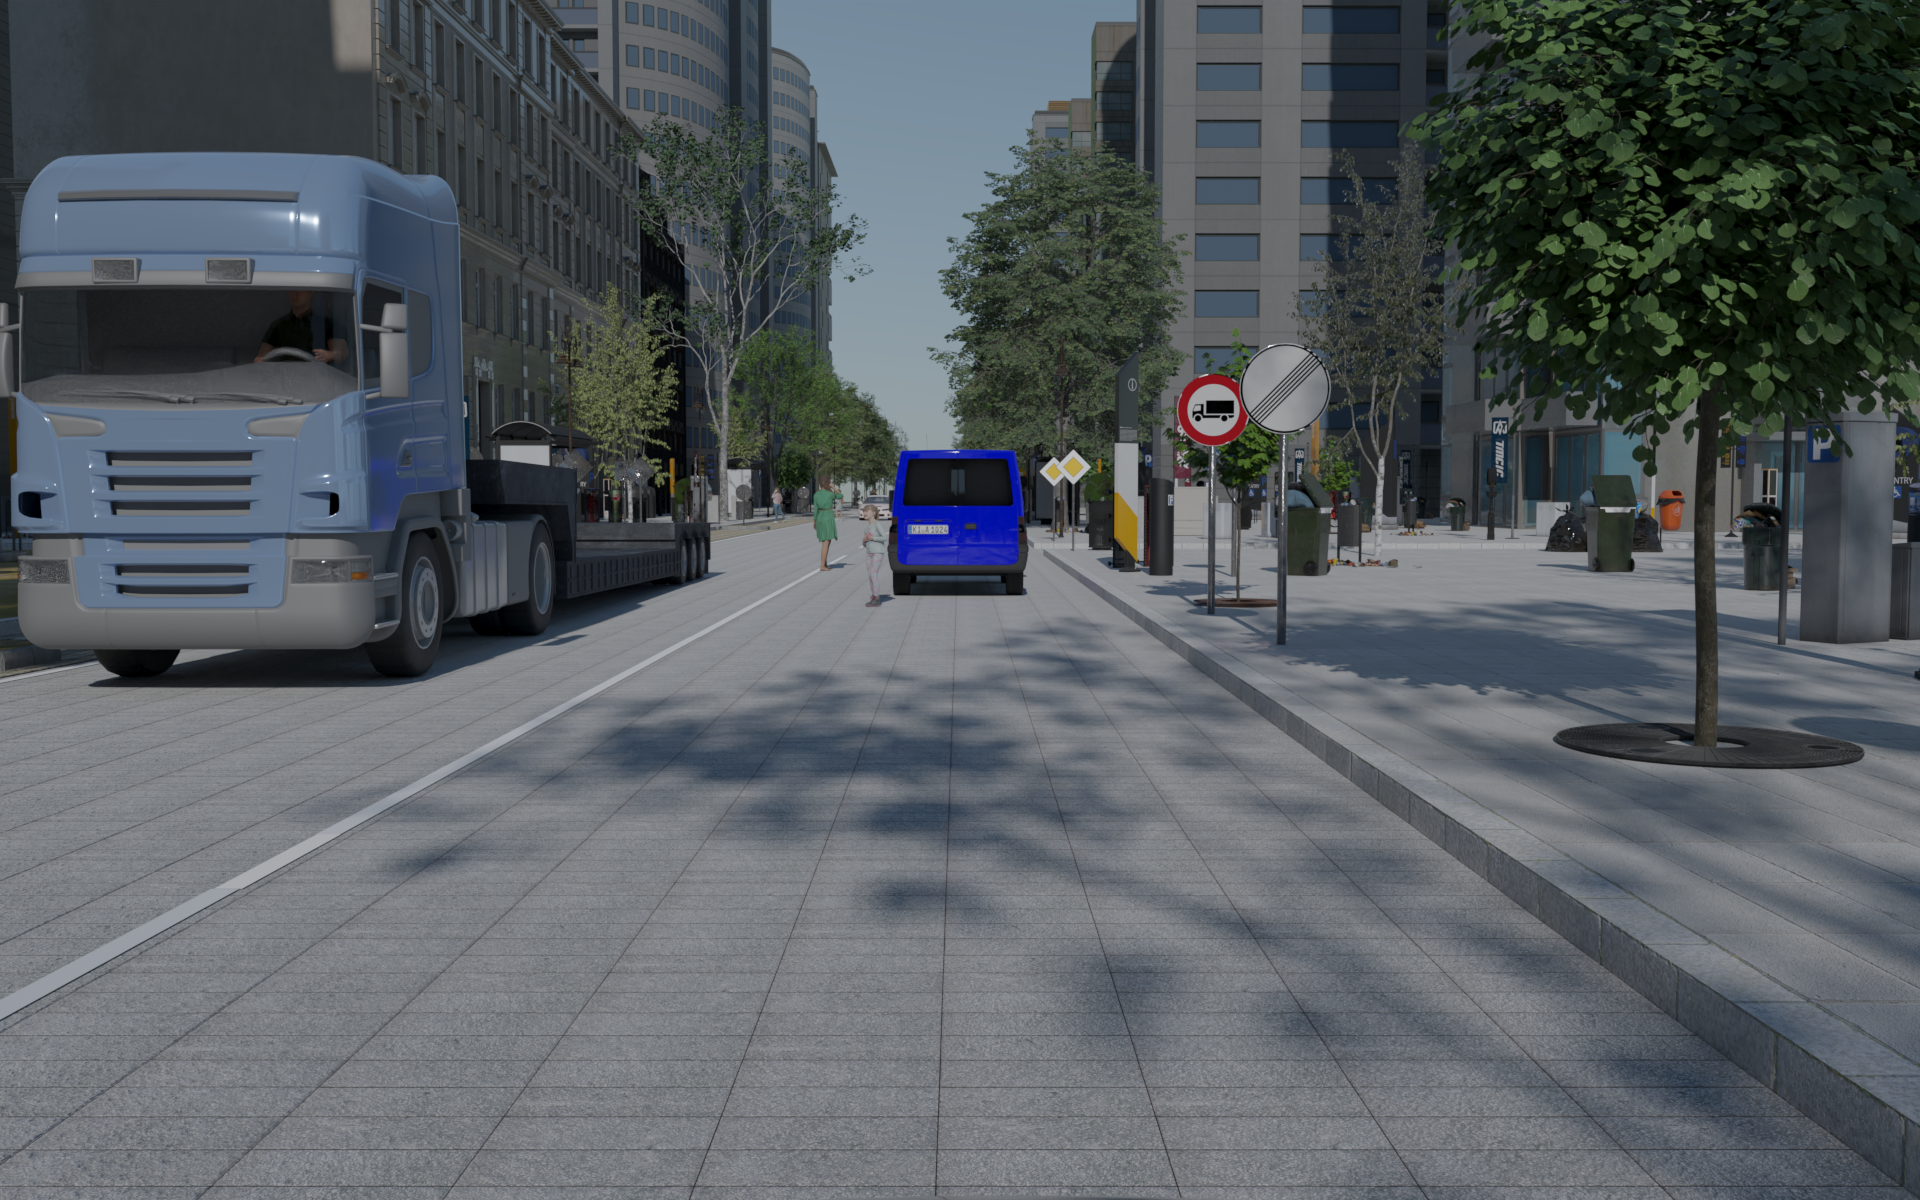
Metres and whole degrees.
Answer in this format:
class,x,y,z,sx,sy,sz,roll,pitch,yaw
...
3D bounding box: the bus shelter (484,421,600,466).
class,x,y,z,sx,sy,sz,roll,pitch,yaw
bus shelter,-12.073,-3.459,50.478,2.014,3.302,5.546,0,4,0

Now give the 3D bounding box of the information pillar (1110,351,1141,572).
class,x,y,z,sx,sy,sz,roll,pitch,yaw
information pillar,2.734,-2.262,28.346,0.504,3.616,0.183,-3,5,-42

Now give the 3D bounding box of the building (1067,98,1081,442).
class,x,y,z,sx,sy,sz,roll,pitch,yaw
building,18.235,-30.504,182.334,14.154,41.232,14.086,0,3,0

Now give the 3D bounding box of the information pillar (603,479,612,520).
class,x,y,z,sx,sy,sz,roll,pitch,yaw
information pillar,-17.187,-4.894,84.509,0.304,2.012,0.304,1,4,16

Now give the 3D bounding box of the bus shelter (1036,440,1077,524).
class,x,y,z,sx,sy,sz,roll,pitch,yaw
bus shelter,4.293,-5.249,77.102,1.731,3.624,6.357,0,3,0

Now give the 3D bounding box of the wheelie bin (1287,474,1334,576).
class,x,y,z,sx,sy,sz,roll,pitch,yaw
wheelie bin,5.446,-1.184,27.274,0.693,1.594,0.980,2,4,31

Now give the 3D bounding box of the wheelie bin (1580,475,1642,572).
class,x,y,z,sx,sy,sz,roll,pitch,yaw
wheelie bin,10.697,-1.265,28.584,0.980,1.594,0.693,0,4,0

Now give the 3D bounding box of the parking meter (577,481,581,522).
class,x,y,z,sx,sy,sz,roll,pitch,yaw
parking meter,-14.717,-3.710,66.366,0.255,1.863,0.399,1,4,18

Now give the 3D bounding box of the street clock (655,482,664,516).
class,x,y,z,sx,sy,sz,roll,pitch,yaw
street clock,-17.328,-5.833,99.940,0.358,2.002,0.471,2,4,33

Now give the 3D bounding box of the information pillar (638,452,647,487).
class,x,y,z,sx,sy,sz,roll,pitch,yaw
information pillar,-17.651,-6.417,96.278,0.504,3.616,0.183,0,4,-2

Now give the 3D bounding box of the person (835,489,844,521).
class,x,y,z,sx,sy,sz,roll,pitch,yaw
person,-6.500,-5.126,93.321,0.522,1.701,0.512,1,4,11

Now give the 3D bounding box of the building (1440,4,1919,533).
class,x,y,z,sx,sy,sz,roll,pitch,yaw
building,34.216,-27.311,66.146,30.456,49.044,23.786,0,3,0

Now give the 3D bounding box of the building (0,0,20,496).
class,x,y,z,sx,sy,sz,roll,pitch,yaw
building,-47.801,-17.230,59.211,29.804,29.767,11.434,0,3,0

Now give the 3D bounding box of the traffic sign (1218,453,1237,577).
class,x,y,z,sx,sy,sz,roll,pitch,yaw
traffic sign,4.242,-1.631,26.770,0.768,2.556,0.104,1,4,9

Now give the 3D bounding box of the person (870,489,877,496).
class,x,y,z,sx,sy,sz,roll,pitch,yaw
person,-6.803,-7.902,137.712,1.348,1.821,0.705,-2,4,-33

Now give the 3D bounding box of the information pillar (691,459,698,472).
class,x,y,z,sx,sy,sz,roll,pitch,yaw
information pillar,-17.803,-7.650,116.435,0.504,3.616,0.183,1,4,21

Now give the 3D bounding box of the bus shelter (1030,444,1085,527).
class,x,y,z,sx,sy,sz,roll,pitch,yaw
bus shelter,3.925,-4.663,70.162,2.014,3.302,5.546,0,3,0

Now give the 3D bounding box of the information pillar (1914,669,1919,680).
class,x,y,z,sx,sy,sz,roll,pitch,yaw
information pillar,6.749,-1.258,11.919,0.183,3.616,0.504,1,4,19

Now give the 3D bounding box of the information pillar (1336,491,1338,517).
class,x,y,z,sx,sy,sz,roll,pitch,yaw
information pillar,19.852,-5.356,92.067,0.304,2.012,0.304,-2,4,-32

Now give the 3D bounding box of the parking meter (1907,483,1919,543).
class,x,y,z,sx,sy,sz,roll,pitch,yaw
parking meter,20.956,-1.804,37.910,0.372,1.533,0.369,0,3,0

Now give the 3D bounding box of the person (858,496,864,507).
class,x,y,z,sx,sy,sz,roll,pitch,yaw
person,-6.341,-5.990,110.708,0.425,1.301,0.394,-1,4,-10

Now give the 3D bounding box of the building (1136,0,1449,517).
class,x,y,z,sx,sy,sz,roll,pitch,yaw
building,21.345,-34.494,105.980,21.231,58.520,28.212,0,3,0

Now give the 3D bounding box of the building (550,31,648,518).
class,x,y,z,sx,sy,sz,roll,pitch,yaw
building,-24.755,-18.012,91.753,12.463,27.353,25.104,0,3,0

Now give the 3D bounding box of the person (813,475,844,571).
class,x,y,z,sx,sy,sz,roll,pitch,yaw
person,-2.532,-1.450,32.449,0.600,1.795,0.529,2,4,23

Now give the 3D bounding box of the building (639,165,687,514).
class,x,y,z,sx,sy,sz,roll,pitch,yaw
building,-25.229,-17.299,112.520,12.332,23.373,15.834,0,3,0

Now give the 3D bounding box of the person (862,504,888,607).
class,x,y,z,sx,sy,sz,roll,pitch,yaw
person,-1.112,-0.570,22.105,0.425,1.301,0.394,2,4,32

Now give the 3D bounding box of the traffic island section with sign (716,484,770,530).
class,x,y,z,sx,sy,sz,roll,pitch,yaw
traffic island section with sign,-8.679,-3.727,69.572,1.989,1.847,2.006,0,3,0

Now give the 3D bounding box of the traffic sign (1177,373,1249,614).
class,x,y,z,sx,sy,sz,roll,pitch,yaw
traffic sign,2.682,-1.120,18.411,0.768,2.556,0.104,0,4,3

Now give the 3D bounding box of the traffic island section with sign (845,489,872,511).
class,x,y,z,sx,sy,sz,roll,pitch,yaw
traffic island section with sign,-8.685,-8.438,146.586,1.989,1.847,2.006,0,3,0

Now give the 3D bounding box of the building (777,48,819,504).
class,x,y,z,sx,sy,sz,roll,pitch,yaw
building,-30.196,-41.876,226.674,21.231,58.520,28.212,0,3,0

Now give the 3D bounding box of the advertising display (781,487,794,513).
class,x,y,z,sx,sy,sz,roll,pitch,yaw
advertising display,-11.727,-6.879,117.681,0.974,1.923,0.123,-2,4,-33

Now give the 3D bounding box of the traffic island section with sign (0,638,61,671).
class,x,y,z,sx,sy,sz,roll,pitch,yaw
traffic island section with sign,-8.685,-0.348,14.315,1.989,1.847,2.006,0,3,0

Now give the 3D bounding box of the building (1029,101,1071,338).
class,x,y,z,sx,sy,sz,roll,pitch,yaw
building,21.132,-44.289,266.115,21.231,58.520,28.212,0,3,0

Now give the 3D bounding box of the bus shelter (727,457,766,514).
class,x,y,z,sx,sy,sz,roll,pitch,yaw
bus shelter,-12.176,-6.330,97.420,2.014,3.302,5.546,0,4,0

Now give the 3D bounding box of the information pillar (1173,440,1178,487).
class,x,y,z,sx,sy,sz,roll,pitch,yaw
information pillar,6.997,-3.971,56.287,0.183,3.616,0.504,0,4,-2

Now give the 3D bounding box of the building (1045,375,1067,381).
class,x,y,z,sx,sy,sz,roll,pitch,yaw
building,25.601,-24.024,237.836,27.650,21.520,28.899,0,3,0

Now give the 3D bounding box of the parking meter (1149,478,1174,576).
class,x,y,z,sx,sy,sz,roll,pitch,yaw
parking meter,3.171,-1.153,27.270,0.372,1.533,0.369,0,3,0

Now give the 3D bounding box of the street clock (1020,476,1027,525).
class,x,y,z,sx,sy,sz,roll,pitch,yaw
street clock,2.494,-3.945,69.066,0.358,2.002,0.471,-1,4,-20

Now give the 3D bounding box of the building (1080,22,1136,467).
class,x,y,z,sx,sy,sz,roll,pitch,yaw
building,18.480,-28.777,154.100,14.154,41.232,14.086,0,3,0

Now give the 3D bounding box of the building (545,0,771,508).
class,x,y,z,sx,sy,sz,roll,pitch,yaw
building,-29.723,-38.038,163.927,21.231,58.520,28.212,0,3,0

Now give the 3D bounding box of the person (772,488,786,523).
class,x,y,z,sx,sy,sz,roll,pitch,yaw
person,-9.008,-4.721,86.272,0.643,1.750,0.593,2,4,34

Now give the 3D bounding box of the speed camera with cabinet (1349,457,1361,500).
class,x,y,z,sx,sy,sz,roll,pitch,yaw
speed camera with cabinet,21.487,-5.984,92.166,0.660,3.252,2.038,3,5,43

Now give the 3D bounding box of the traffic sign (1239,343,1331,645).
class,x,y,z,sx,sy,sz,roll,pitch,yaw
traffic sign,2.739,-0.892,14.688,0.768,2.556,0.104,0,4,2

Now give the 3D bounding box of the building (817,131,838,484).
class,x,y,z,sx,sy,sz,roll,pitch,yaw
building,-32.990,-40.698,254.651,28.713,52.752,27.495,0,3,0

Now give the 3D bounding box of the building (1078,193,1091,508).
class,x,y,z,sx,sy,sz,roll,pitch,yaw
building,18.367,-24.269,168.498,14.160,30.474,14.107,0,3,0

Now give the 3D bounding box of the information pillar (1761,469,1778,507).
class,x,y,z,sx,sy,sz,roll,pitch,yaw
information pillar,23.674,-2.825,50.686,0.304,2.012,0.304,-1,4,-13

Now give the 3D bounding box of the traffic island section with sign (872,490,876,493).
class,x,y,z,sx,sy,sz,roll,pitch,yaw
traffic island section with sign,-8.687,-10.116,174.017,1.989,1.847,2.006,0,3,0

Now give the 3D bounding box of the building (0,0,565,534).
class,x,y,z,sx,sy,sz,roll,pitch,yaw
building,-24.019,-16.459,66.373,12.463,27.353,25.104,0,3,0

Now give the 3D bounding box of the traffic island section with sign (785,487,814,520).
class,x,y,z,sx,sy,sz,roll,pitch,yaw
traffic island section with sign,-8.687,-5.376,96.527,1.989,1.847,2.006,0,3,0

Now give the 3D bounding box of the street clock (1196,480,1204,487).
class,x,y,z,sx,sy,sz,roll,pitch,yaw
street clock,12.801,-5.355,92.126,0.471,2.002,0.358,0,4,5

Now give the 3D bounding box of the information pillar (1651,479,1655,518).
class,x,y,z,sx,sy,sz,roll,pitch,yaw
information pillar,19.628,-3.526,48.997,0.183,3.616,0.504,1,4,23

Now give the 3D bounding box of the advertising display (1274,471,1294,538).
class,x,y,z,sx,sy,sz,roll,pitch,yaw
advertising display,9.292,-2.721,49.705,0.123,1.923,0.974,-1,4,-17

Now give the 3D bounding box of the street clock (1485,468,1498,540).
class,x,y,z,sx,sy,sz,roll,pitch,yaw
street clock,14.826,-2.676,48.317,0.358,2.002,0.471,1,4,10
